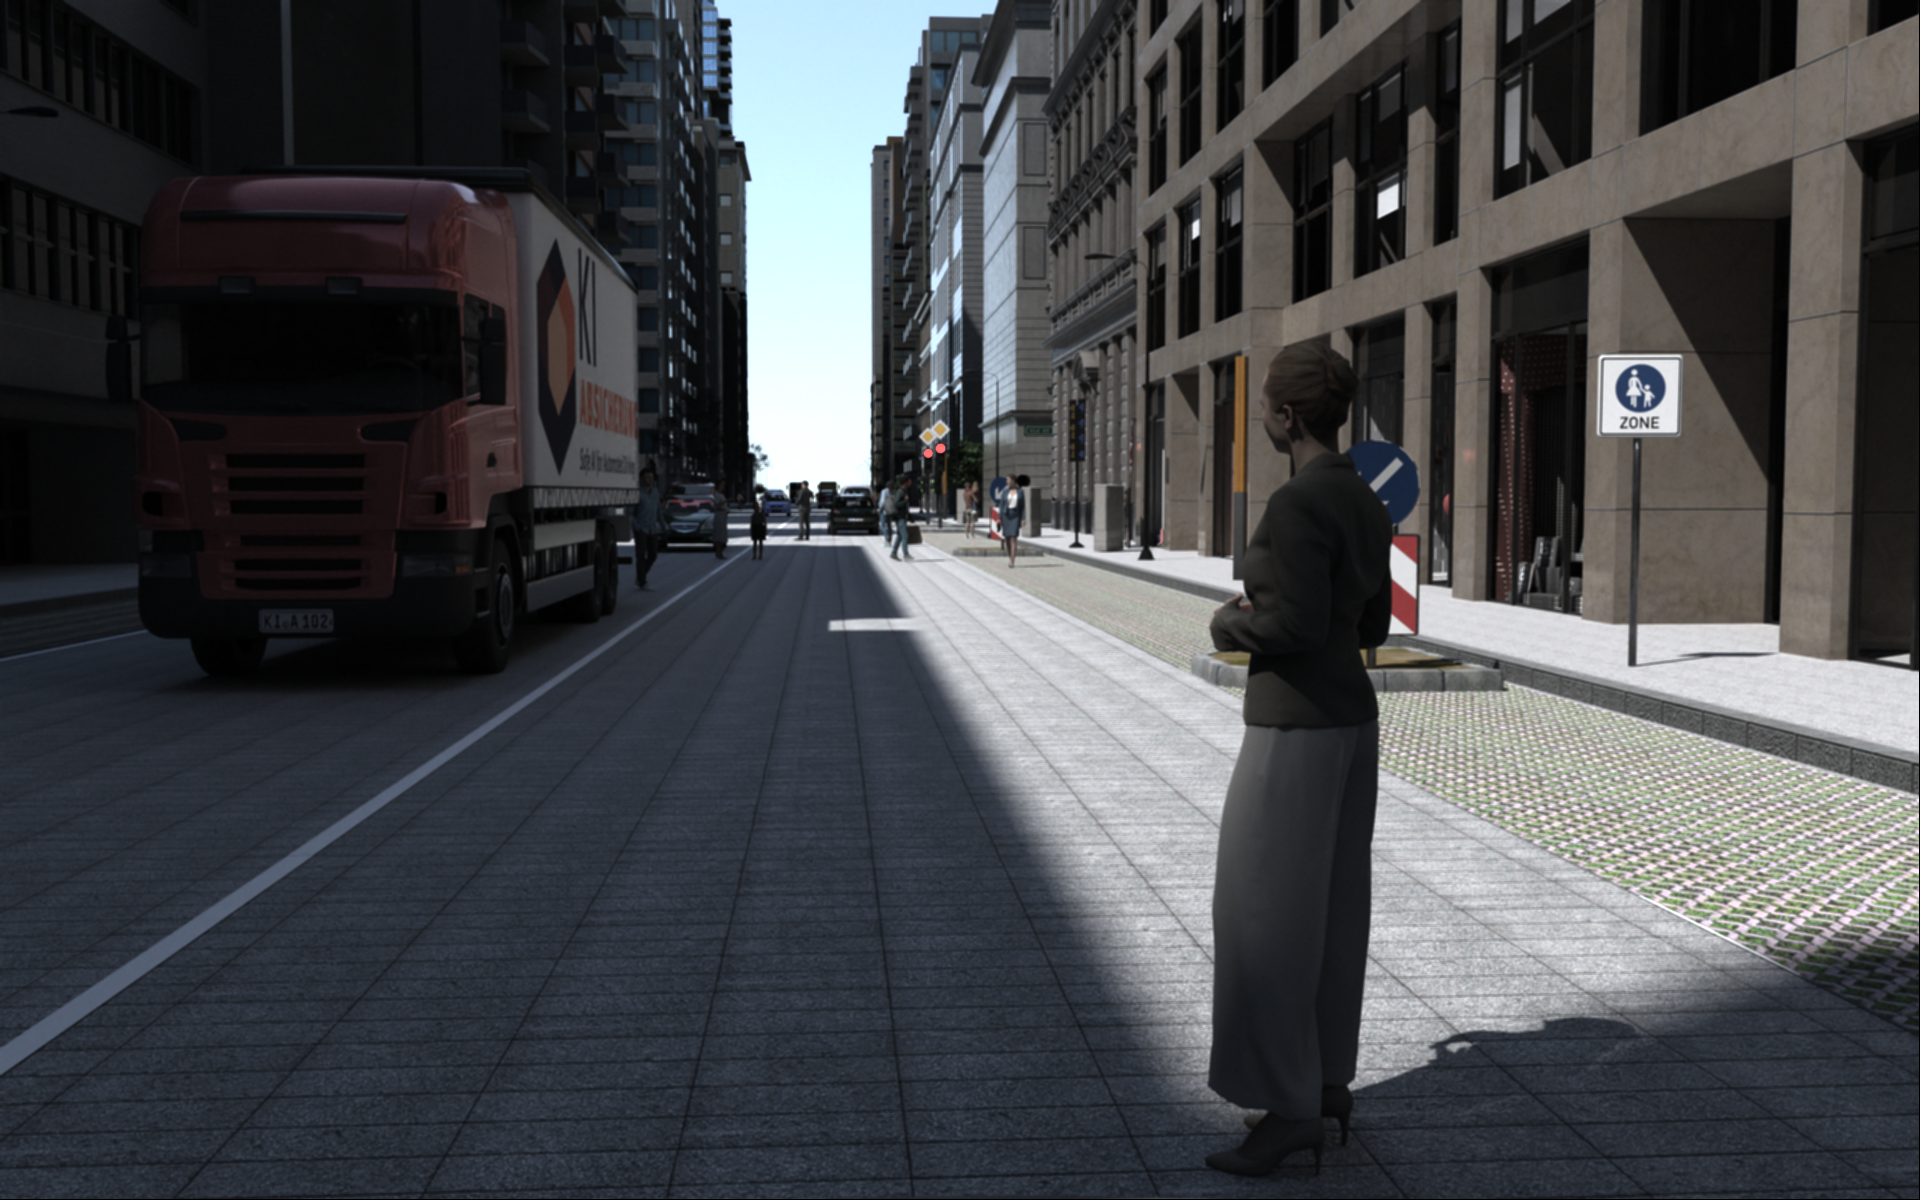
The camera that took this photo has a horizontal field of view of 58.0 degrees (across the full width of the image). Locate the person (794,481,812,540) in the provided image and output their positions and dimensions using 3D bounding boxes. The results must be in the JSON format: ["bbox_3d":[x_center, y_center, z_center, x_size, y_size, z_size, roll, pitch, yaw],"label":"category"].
[{"bbox_3d":[-4.889,-2.774,53.656,0.447,1.846,0.655,2,4,35],"label":"person"}]

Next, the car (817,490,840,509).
[{"bbox_3d":[-12.684,-9.718,167.565,2.281,1.827,5.304,0,4,-3],"label":"car"}]

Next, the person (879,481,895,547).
[{"bbox_3d":[-1.980,-2.355,47.277,0.793,1.790,0.793,0,4,3],"label":"person"}]

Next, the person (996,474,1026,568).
[{"bbox_3d":[1.029,-1.542,33.734,0.581,1.822,0.654,1,4,21],"label":"person"}]

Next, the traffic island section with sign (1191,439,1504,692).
[{"bbox_3d":[2.860,-0.290,13.363,1.989,1.847,2.006,0,4,-4],"label":"traffic island section with sign"}]

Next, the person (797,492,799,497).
[{"bbox_3d":[-22.080,-13.859,236.016,0.541,1.710,0.530,-3,5,-44],"label":"person"}]

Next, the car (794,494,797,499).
[{"bbox_3d":[-25.309,-16.140,273.680,2.009,1.686,4.222,0,4,-3],"label":"car"}]

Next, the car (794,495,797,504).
[{"bbox_3d":[-22.256,-14.303,242.656,1.959,1.807,4.718,0,4,-3],"label":"car"}]

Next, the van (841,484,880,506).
[{"bbox_3d":[-4.504,-4.244,76.402,2.013,2.044,4.112,0,4,-3],"label":"van"}]

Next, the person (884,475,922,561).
[{"bbox_3d":[-1.192,-1.730,36.775,0.713,1.824,0.794,2,4,27],"label":"person"}]

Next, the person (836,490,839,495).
[{"bbox_3d":[-13.649,-11.220,191.585,1.348,1.869,0.705,0,4,4],"label":"person"}]

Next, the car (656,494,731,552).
[{"bbox_3d":[-6.954,-2.001,44.522,2.131,1.459,4.920,0,4,-6],"label":"car"}]

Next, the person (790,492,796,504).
[{"bbox_3d":[-25.243,-15.426,261.427,1.217,1.735,0.721,2,4,34],"label":"person"}]

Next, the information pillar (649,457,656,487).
[{"bbox_3d":[-19.373,-7.203,109.117,0.504,3.616,0.183,2,4,25],"label":"information pillar"}]

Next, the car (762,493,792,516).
[{"bbox_3d":[-11.841,-6.285,112.342,1.945,1.707,3.694,0,4,-4],"label":"car"}]

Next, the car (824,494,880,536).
[{"bbox_3d":[-3.785,-3.146,61.228,2.009,1.686,4.222,0,4,-6],"label":"car"}]

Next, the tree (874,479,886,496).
[{"bbox_3d":[-9.906,-13.477,214.950,1.663,3.219,1.824,0,3,0],"label":"tree"}]

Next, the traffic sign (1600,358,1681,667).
[{"bbox_3d":[5.003,-0.654,12.823,0.606,2.300,0.079,0,4,3],"label":"traffic sign"}]

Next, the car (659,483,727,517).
[{"bbox_3d":[-8.905,-2.984,57.468,2.281,1.827,5.304,0,4,-2],"label":"car"}]

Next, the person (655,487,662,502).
[{"bbox_3d":[-15.837,-5.026,90.852,0.590,1.801,0.661,0,4,2],"label":"person"}]

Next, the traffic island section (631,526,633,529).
[{"bbox_3d":[-13.931,-3.038,71.945,2.009,0.180,2.903,0,4,-4],"label":"traffic island section"}]

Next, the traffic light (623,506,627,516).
[{"bbox_3d":[-13.890,-5.070,71.814,0.839,4.253,0.868,0,4,-4],"label":"traffic light"}]

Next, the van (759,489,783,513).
[{"bbox_3d":[-14.519,-7.791,134.388,2.013,2.044,4.112,0,4,-2],"label":"van"}]

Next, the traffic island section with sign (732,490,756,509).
[{"bbox_3d":[-21.424,-9.911,170.673,1.989,1.847,2.006,0,4,-4],"label":"traffic island section with sign"}]

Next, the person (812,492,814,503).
[{"bbox_3d":[-23.178,-16.154,272.761,0.705,1.807,1.348,1,4,9],"label":"person"}]

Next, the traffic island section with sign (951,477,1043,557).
[{"bbox_3d":[0.824,-1.935,40.272,1.989,1.847,2.006,0,4,-4],"label":"traffic island section with sign"}]

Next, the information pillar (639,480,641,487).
[{"bbox_3d":[-17.210,-5.391,92.633,0.304,2.012,0.304,-1,4,-11],"label":"information pillar"}]

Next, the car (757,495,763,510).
[{"bbox_3d":[-17.341,-8.841,156.904,2.083,1.381,4.827,0,4,-5],"label":"car"}]

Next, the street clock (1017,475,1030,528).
[{"bbox_3d":[2.370,-3.683,64.794,0.471,2.002,0.358,2,4,29],"label":"street clock"}]

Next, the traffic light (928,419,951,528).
[{"bbox_3d":[-0.762,-4.642,64.814,0.839,4.253,0.868,0,4,-4],"label":"traffic light"}]

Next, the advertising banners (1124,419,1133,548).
[{"bbox_3d":[4.020,-2.754,41.221,0.090,3.025,2.074,0,4,2],"label":"advertising banners"}]

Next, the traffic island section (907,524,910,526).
[{"bbox_3d":[-1.325,-3.096,72.893,2.009,0.180,2.903,0,4,-4],"label":"traffic island section"}]

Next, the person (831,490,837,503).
[{"bbox_3d":[-10.556,-8.366,145.629,0.623,1.781,0.721,-1,4,-11],"label":"person"}]

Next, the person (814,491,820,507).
[{"bbox_3d":[-16.129,-11.606,198.393,1.348,1.807,0.705,-1,4,-17],"label":"person"}]

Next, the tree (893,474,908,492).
[{"bbox_3d":[-5.202,-9.809,154.975,1.663,3.219,1.824,0,3,0],"label":"tree"}]

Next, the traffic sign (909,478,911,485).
[{"bbox_3d":[-4.061,-8.001,130.920,0.768,2.556,0.104,0,4,0],"label":"traffic sign"}]

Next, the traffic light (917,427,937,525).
[{"bbox_3d":[-1.366,-5.129,72.776,0.839,4.253,0.868,0,4,-4],"label":"traffic light"}]

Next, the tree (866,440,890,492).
[{"bbox_3d":[-10.515,-17.253,232.441,4.360,8.622,3.978,0,3,0],"label":"tree"}]

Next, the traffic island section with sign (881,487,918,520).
[{"bbox_3d":[-3.368,-5.315,95.531,1.989,1.847,2.006,0,4,-4],"label":"traffic island section with sign"}]

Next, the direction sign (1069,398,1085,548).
[{"bbox_3d":[2.802,-3.027,41.486,0.379,3.537,0.876,-1,4,-20],"label":"direction sign"}]

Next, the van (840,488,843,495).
[{"bbox_3d":[-6.587,-6.017,105.384,2.013,2.044,4.112,0,4,-3],"label":"van"}]

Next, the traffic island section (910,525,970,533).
[{"bbox_3d":[-0.721,-2.609,64.931,2.009,0.180,2.903,0,4,-4],"label":"traffic island section"}]

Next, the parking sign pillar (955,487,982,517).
[{"bbox_3d":[0.473,-6.587,96.167,1.447,3.967,1.447,-2,4,-34],"label":"parking sign pillar"}]

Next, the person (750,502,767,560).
[{"bbox_3d":[-4.407,-1.512,37.887,0.362,1.253,0.373,0,4,-2],"label":"person"}]

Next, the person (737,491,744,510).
[{"bbox_3d":[-19.329,-8.750,152.284,0.721,1.735,1.217,-2,4,-34],"label":"person"}]

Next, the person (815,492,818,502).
[{"bbox_3d":[-24.942,-17.943,302.388,0.721,1.766,1.217,2,4,29],"label":"person"}]

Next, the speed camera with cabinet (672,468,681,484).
[{"bbox_3d":[-21.170,-8.477,132.940,0.660,3.252,2.038,3,5,42],"label":"speed camera with cabinet"}]

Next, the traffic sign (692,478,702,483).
[{"bbox_3d":[-20.347,-8.200,134.180,0.768,2.556,0.104,0,4,3],"label":"traffic sign"}]

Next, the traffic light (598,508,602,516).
[{"bbox_3d":[-13.286,-4.583,63.851,0.839,4.253,0.868,0,4,-4],"label":"traffic light"}]

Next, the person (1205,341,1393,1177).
[{"bbox_3d":[0.726,0.321,3.801,0.362,1.759,0.519,2,4,35],"label":"person"}]

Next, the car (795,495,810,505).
[{"bbox_3d":[-20.148,-13.023,222.714,2.009,1.686,4.222,0,4,-3],"label":"car"}]

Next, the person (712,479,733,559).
[{"bbox_3d":[-5.192,-1.774,38.068,0.524,1.755,0.480,1,4,9],"label":"person"}]

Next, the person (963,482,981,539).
[{"bbox_3d":[0.390,-2.873,55.453,0.580,1.828,0.573,0,4,-1],"label":"person"}]

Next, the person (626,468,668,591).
[{"bbox_3d":[-4.710,-1.058,25.824,0.620,1.820,0.660,2,4,34],"label":"person"}]
